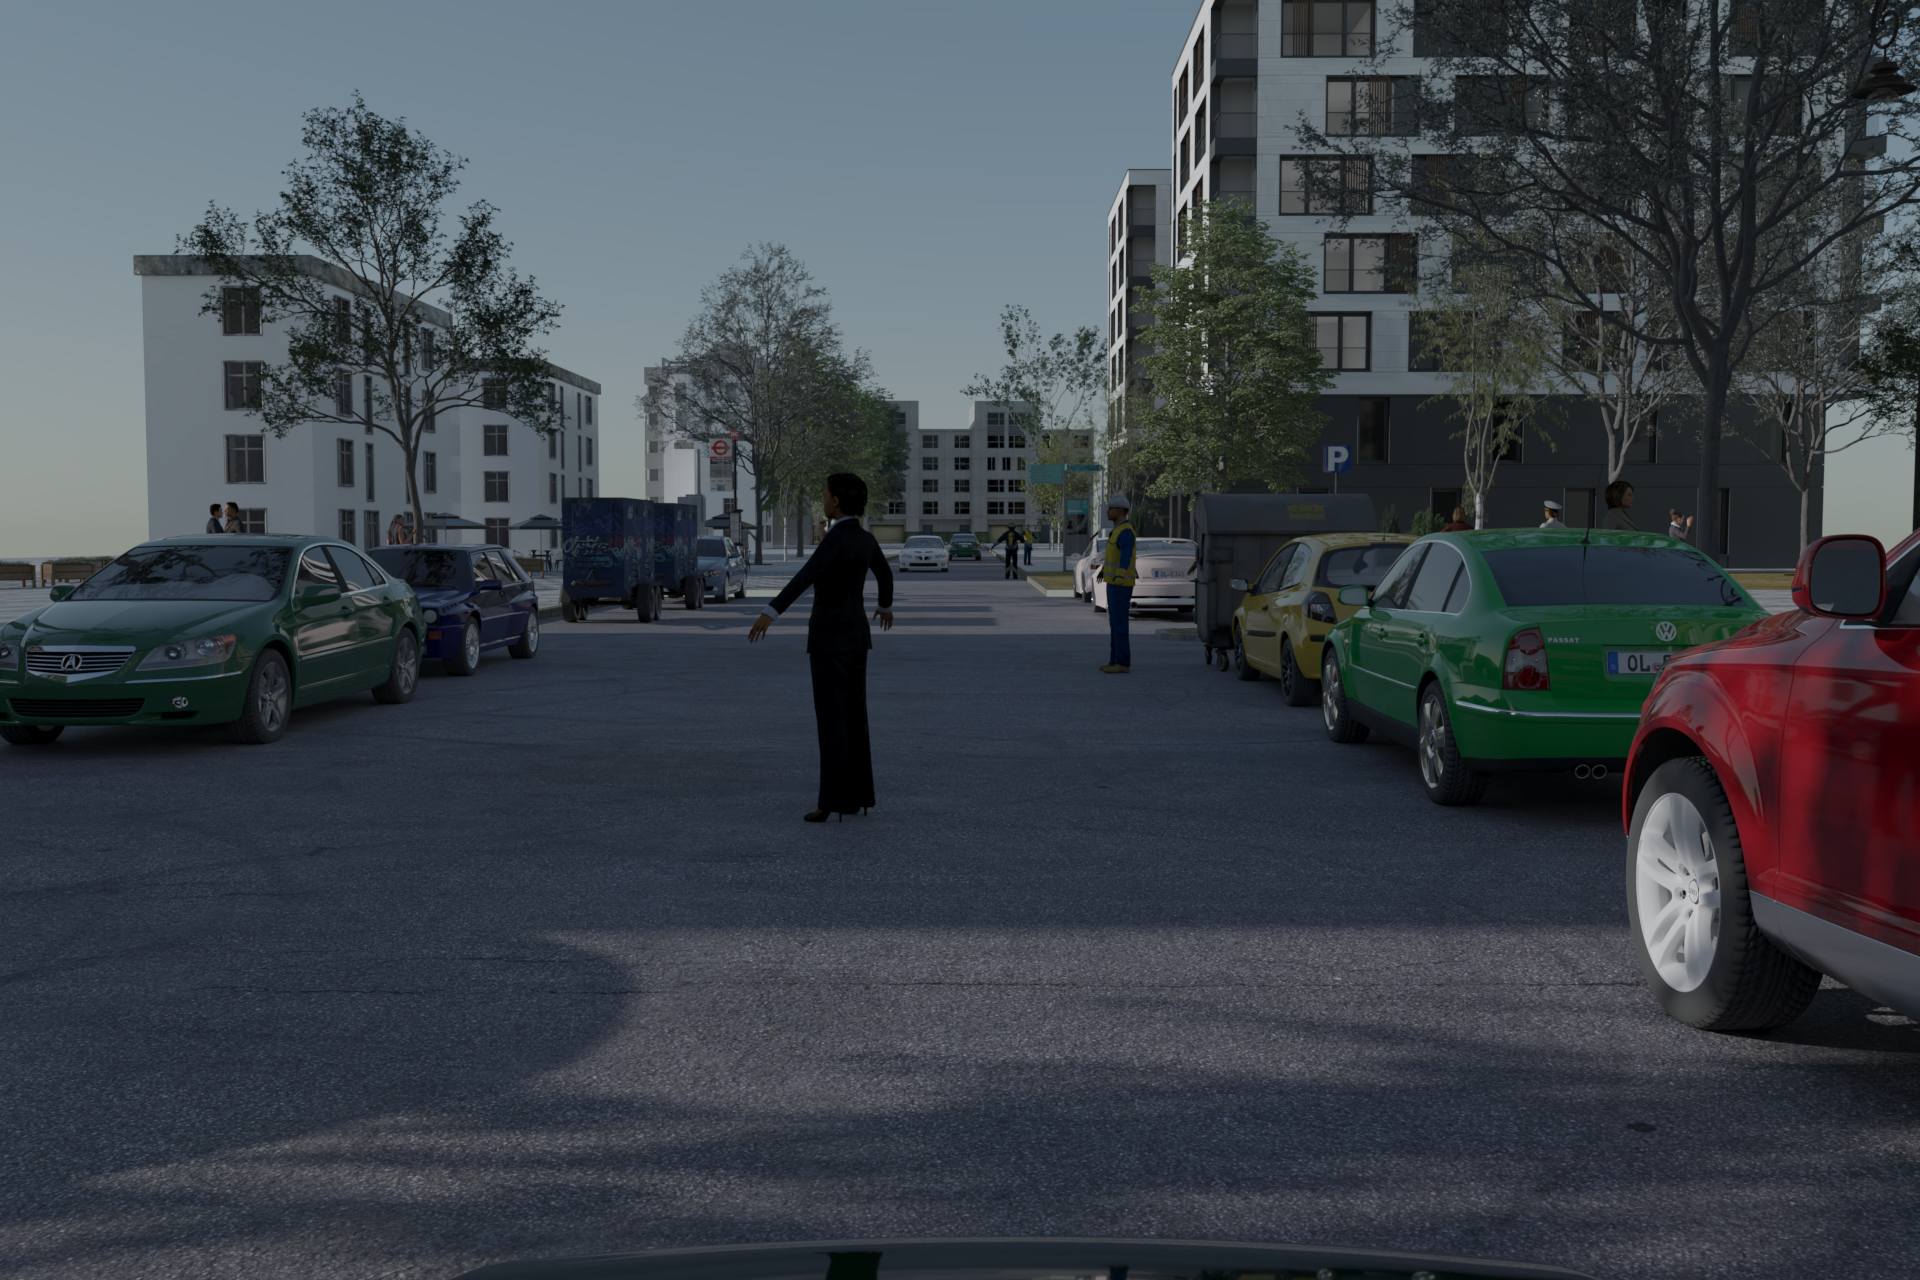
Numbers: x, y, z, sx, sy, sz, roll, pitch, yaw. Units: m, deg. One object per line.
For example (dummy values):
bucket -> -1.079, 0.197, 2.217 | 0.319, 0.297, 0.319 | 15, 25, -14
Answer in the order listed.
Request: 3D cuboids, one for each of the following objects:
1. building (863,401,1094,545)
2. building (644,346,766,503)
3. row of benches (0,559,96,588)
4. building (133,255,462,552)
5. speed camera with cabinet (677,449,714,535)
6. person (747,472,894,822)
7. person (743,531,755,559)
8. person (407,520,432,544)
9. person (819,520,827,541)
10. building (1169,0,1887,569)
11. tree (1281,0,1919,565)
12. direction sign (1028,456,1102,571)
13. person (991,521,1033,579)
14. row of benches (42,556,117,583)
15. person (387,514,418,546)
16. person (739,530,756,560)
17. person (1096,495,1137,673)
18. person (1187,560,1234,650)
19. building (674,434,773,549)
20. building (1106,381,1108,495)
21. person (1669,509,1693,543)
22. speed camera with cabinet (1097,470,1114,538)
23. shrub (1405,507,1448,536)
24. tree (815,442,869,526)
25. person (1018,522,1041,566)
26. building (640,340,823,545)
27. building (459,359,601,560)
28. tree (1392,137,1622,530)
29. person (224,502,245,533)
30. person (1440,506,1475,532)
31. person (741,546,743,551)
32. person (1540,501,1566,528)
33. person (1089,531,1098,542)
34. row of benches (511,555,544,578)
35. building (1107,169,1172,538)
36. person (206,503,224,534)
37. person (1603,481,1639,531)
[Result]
building -> 1.591, -22.463, 236.185 | 31.486, 18.905, 16.747 | 0, 4, -2
building -> -25.712, -19.487, 175.026 | 16.016, 20.090, 11.380 | 0, 4, 1
row of benches -> -22.668, -1.583, 41.349 | 1.422, 0.672, 4.104 | 3, 4, 39
building -> -23.885, -7.591, 66.255 | 9.099, 9.664, 28.070 | 0, 4, 0
speed camera with cabinet -> -6.264, -2.854, 40.999 | 0.660, 3.252, 2.038 | 0, 4, 0
person -> -0.661, 0.028, 8.728 | 0.721, 1.740, 1.216 | 2, 4, 29
person -> -9.756, -4.420, 78.209 | 1.347, 1.837, 0.705 | 1, 4, 20
person -> -18.355, -3.211, 58.623 | 0.704, 1.817, 1.347 | 1, 4, 19
person -> -4.303, -2.999, 55.831 | 0.721, 1.733, 1.217 | 1, 4, 10
building -> 23.360, -14.403, 79.467 | 27.936, 21.610, 32.646 | 0, 4, 1
tree -> 9.645, -6.827, 21.996 | 12.009, 13.543, 11.850 | 0, 3, 0
direction sign -> 3.586, -4.284, 58.802 | 2.525, 3.948, 1.411 | 0, 4, 0
person -> 1.639, -2.862, 55.036 | 1.354, 1.856, 0.705 | 0, 4, 8
row of benches -> -24.012, -1.965, 47.593 | 1.422, 0.672, 4.104 | 0, 4, -5
person -> -10.146, -1.471, 31.568 | 0.593, 1.643, 0.415 | 0, 4, -5
person -> -9.350, -4.213, 75.066 | 1.347, 1.806, 0.705 | 1, 4, 9
person -> 1.617, -0.583, 17.965 | 0.705, 1.833, 1.349 | 0, 4, -3
person -> 3.304, -0.794, 21.585 | 0.704, 1.812, 1.346 | -2, 4, -27
building -> -21.601, -13.245, 158.704 | 9.099, 9.664, 28.070 | 0, 4, 0
building -> 24.026, -20.423, 164.843 | 19.493, 23.208, 18.063 | 0, 4, 1
person -> 12.855, -1.463, 30.769 | 0.445, 1.727, 0.742 | -1, 4, -17
speed camera with cabinet -> 4.618, -3.601, 53.206 | 0.660, 3.252, 2.038 | 0, 4, -1
shrub -> 12.872, -2.652, 47.784 | 1.690, 2.028, 1.600 | 0, 3, 0
tree -> -8.207, -10.490, 121.880 | 4.737, 8.622, 4.395 | 0, 3, 0
person -> 2.810, -3.914, 70.458 | 1.216, 1.772, 0.721 | -3, 5, -41
building -> -26.029, -22.746, 202.829 | 19.493, 23.208, 18.063 | 0, 4, 0
building -> -24.593, -9.464, 96.885 | 9.099, 9.664, 28.070 | 0, 3, 0
tree -> 9.738, -5.061, 33.117 | 4.360, 8.622, 3.978 | 0, 3, 0
person -> -12.081, -1.386, 28.726 | 0.705, 1.821, 1.348 | -3, 5, -41
person -> 8.042, -1.298, 28.025 | 1.215, 1.729, 0.721 | 0, 4, 5
person -> -6.727, -2.540, 50.802 | 0.599, 1.433, 0.991 | 3, 5, 43
person -> 8.773, -1.189, 25.896 | 1.216, 1.778, 0.721 | -1, 4, -21
person -> 6.207, -4.178, 74.531 | 1.346, 1.802, 0.704 | 0, 4, 7
row of benches -> -13.772, -2.093, 49.682 | 1.422, 0.672, 4.104 | 3, 4, 38
building -> 23.414, -16.483, 113.465 | 27.936, 21.610, 32.646 | 0, 4, 0
person -> -13.112, -1.503, 30.630 | 0.704, 1.823, 1.345 | -2, 4, -29
person -> 5.740, -0.496, 14.867 | 0.721, 1.744, 1.215 | 2, 4, 34
